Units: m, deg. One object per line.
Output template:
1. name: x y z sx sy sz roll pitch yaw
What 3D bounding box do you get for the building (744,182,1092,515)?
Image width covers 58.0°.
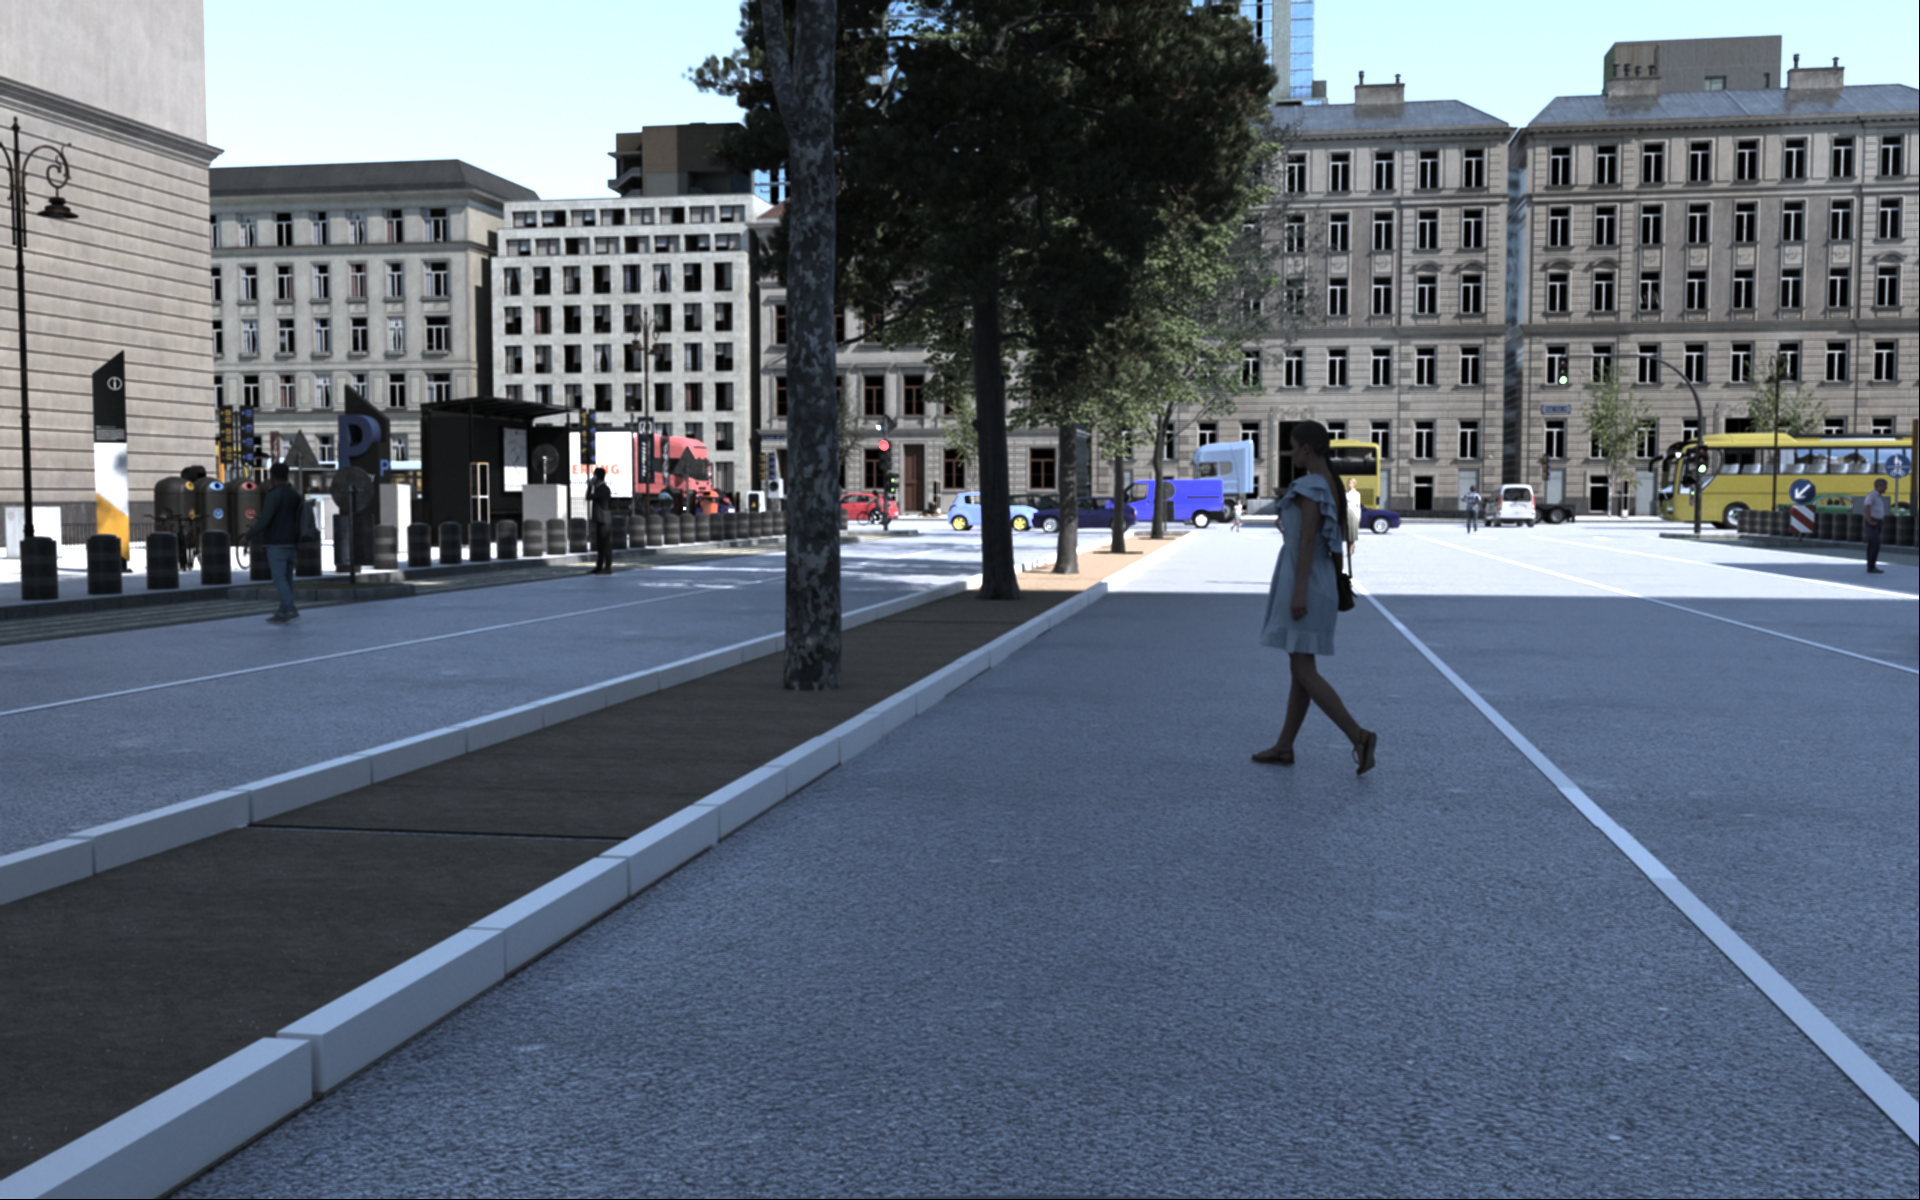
1. building: -2.016 -16.869 111.960 21.152 22.565 11.583 1 4 10

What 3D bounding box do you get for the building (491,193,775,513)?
1. building: -20.820 -15.906 114.821 16.860 20.320 10.420 1 4 10

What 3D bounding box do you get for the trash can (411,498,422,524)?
1. trash can: -18.847 -3.017 60.982 0.748 1.137 0.748 0 3 0

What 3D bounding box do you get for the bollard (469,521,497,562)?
1. bollard: -9.151 -1.118 33.001 0.404 0.777 0.398 0 3 0

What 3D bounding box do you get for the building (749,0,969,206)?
1. building: -15.383 -59.134 279.514 31.000 86.520 22.319 1 4 10

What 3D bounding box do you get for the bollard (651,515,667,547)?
1. bollard: -7.503 -1.700 42.507 0.404 0.777 0.398 0 3 0

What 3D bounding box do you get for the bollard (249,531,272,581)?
1. bollard: -10.396 -0.682 25.862 0.404 0.777 0.398 0 3 0

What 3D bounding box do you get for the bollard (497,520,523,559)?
1. bollard: -8.945 -1.191 34.185 0.404 0.777 0.398 0 3 0

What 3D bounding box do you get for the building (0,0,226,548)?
1. building: -34.289 -15.203 45.828 25.104 27.353 12.463 1 4 10

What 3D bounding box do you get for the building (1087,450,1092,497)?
1. building: 14.219 -38.024 276.309 28.867 44.769 22.147 1 4 10

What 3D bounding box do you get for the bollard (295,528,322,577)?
1. bollard: -10.190 -0.755 27.062 0.404 0.777 0.398 0 3 0

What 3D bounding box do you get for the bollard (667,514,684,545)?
1. bollard: -7.291 -1.773 43.711 0.404 0.777 0.398 0 3 0

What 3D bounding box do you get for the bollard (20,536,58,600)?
1. bollard: -11.225 -0.391 21.110 0.404 0.777 0.398 0 3 0

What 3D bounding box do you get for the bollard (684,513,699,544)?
1. bollard: -7.082 -1.846 44.904 0.404 0.777 0.398 0 3 0

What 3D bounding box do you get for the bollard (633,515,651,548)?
1. bollard: -7.708 -1.627 41.322 0.404 0.777 0.398 0 3 0

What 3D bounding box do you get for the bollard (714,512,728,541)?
1. bollard: -6.664 -1.992 47.286 0.404 0.777 0.398 0 3 0

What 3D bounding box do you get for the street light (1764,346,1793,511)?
1. street light: 25.640 -4.993 54.418 0.468 5.910 1.993 1 4 10

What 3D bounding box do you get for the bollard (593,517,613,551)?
1. bollard: -8.122 -1.482 38.941 0.404 0.777 0.398 0 3 0

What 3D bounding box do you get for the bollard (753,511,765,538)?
1. bollard: -6.045 -2.210 50.851 0.404 0.777 0.398 0 3 0

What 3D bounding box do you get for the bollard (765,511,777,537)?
1. bollard: -5.835 -2.283 52.049 0.404 0.777 0.398 0 3 0

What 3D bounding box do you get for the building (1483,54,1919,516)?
1. building: 45.737 -18.780 104.313 25.104 27.353 12.463 1 4 10

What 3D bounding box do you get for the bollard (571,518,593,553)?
1. bollard: -8.325 -1.409 37.757 0.404 0.777 0.398 0 3 0

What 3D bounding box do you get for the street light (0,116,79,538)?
1. street light: -11.560 -2.972 21.377 0.468 5.910 1.993 1 4 10

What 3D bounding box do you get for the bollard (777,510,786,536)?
1. bollard: -5.628 -2.356 53.233 0.404 0.777 0.398 0 3 0

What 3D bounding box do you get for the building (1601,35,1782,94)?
1. building: 65.748 -29.092 159.252 14.154 41.232 14.086 1 4 10

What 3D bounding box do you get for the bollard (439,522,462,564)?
1. bollard: -9.362 -1.046 31.818 0.404 0.777 0.398 0 3 0

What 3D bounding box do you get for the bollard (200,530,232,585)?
1. bollard: -10.607 -0.609 24.678 0.404 0.777 0.398 0 3 0

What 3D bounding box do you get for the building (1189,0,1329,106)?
1. building: 44.243 -58.570 270.294 31.000 86.520 22.319 1 4 10

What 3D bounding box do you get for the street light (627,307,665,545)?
1. street light: -7.787 -4.299 43.082 0.468 5.910 1.993 1 4 10

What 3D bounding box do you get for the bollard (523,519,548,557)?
1. bollard: -8.739 -1.264 35.389 0.404 0.777 0.398 0 3 0

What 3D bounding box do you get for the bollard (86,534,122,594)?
1. bollard: -11.017 -0.463 22.293 0.404 0.777 0.398 0 3 0

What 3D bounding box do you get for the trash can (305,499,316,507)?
1. trash can: -20.434 -2.592 54.030 0.748 1.137 0.748 0 3 0

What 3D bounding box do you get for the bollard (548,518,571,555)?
1. bollard: -8.531 -1.337 36.573 0.404 0.777 0.398 0 3 0

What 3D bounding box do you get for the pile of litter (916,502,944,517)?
1. pile of litter: -1.556 -5.044 96.429 1.719 0.858 1.176 2 4 26

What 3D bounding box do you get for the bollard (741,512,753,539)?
1. bollard: -6.254 -2.138 49.668 0.404 0.777 0.398 0 3 0

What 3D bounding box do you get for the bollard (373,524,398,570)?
1. bollard: -9.776 -0.901 29.450 0.404 0.777 0.398 0 3 0

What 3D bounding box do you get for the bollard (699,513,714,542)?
1. bollard: -6.878 -1.919 46.089 0.404 0.777 0.398 0 3 0

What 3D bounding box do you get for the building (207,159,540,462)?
1. building: -44.294 -17.594 120.942 30.059 22.955 16.112 1 4 10

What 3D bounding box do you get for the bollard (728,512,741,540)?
1. bollard: -6.461 -2.064 48.471 0.404 0.777 0.398 0 3 0

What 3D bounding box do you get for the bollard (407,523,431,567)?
1. bollard: -9.566 -0.973 30.633 0.404 0.777 0.398 0 3 0

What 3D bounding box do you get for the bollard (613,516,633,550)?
1. bollard: -7.911 -1.555 40.135 0.404 0.777 0.398 0 3 0

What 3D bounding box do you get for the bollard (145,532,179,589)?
1. bollard: -10.814 -0.536 23.478 0.404 0.777 0.398 0 3 0

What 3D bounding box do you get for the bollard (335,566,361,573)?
1. bollard: -9.981 -0.827 28.246 0.404 0.777 0.398 0 3 0

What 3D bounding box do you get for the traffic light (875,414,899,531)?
1. traffic light: -2.594 -4.400 60.855 0.839 4.253 0.868 1 4 10

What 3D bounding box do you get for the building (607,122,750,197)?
1. building: -32.462 -33.994 205.917 14.200 45.320 14.600 1 4 10

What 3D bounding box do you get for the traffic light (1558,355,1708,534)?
1. traffic light: 21.896 -5.004 56.481 4.771 5.953 1.251 1 4 10

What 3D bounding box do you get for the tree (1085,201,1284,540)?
1. tree: 6.300 -7.699 54.098 9.928 11.665 9.643 0 3 0

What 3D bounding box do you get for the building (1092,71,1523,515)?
1. building: 20.871 -19.032 108.441 25.104 27.353 12.463 1 4 10
